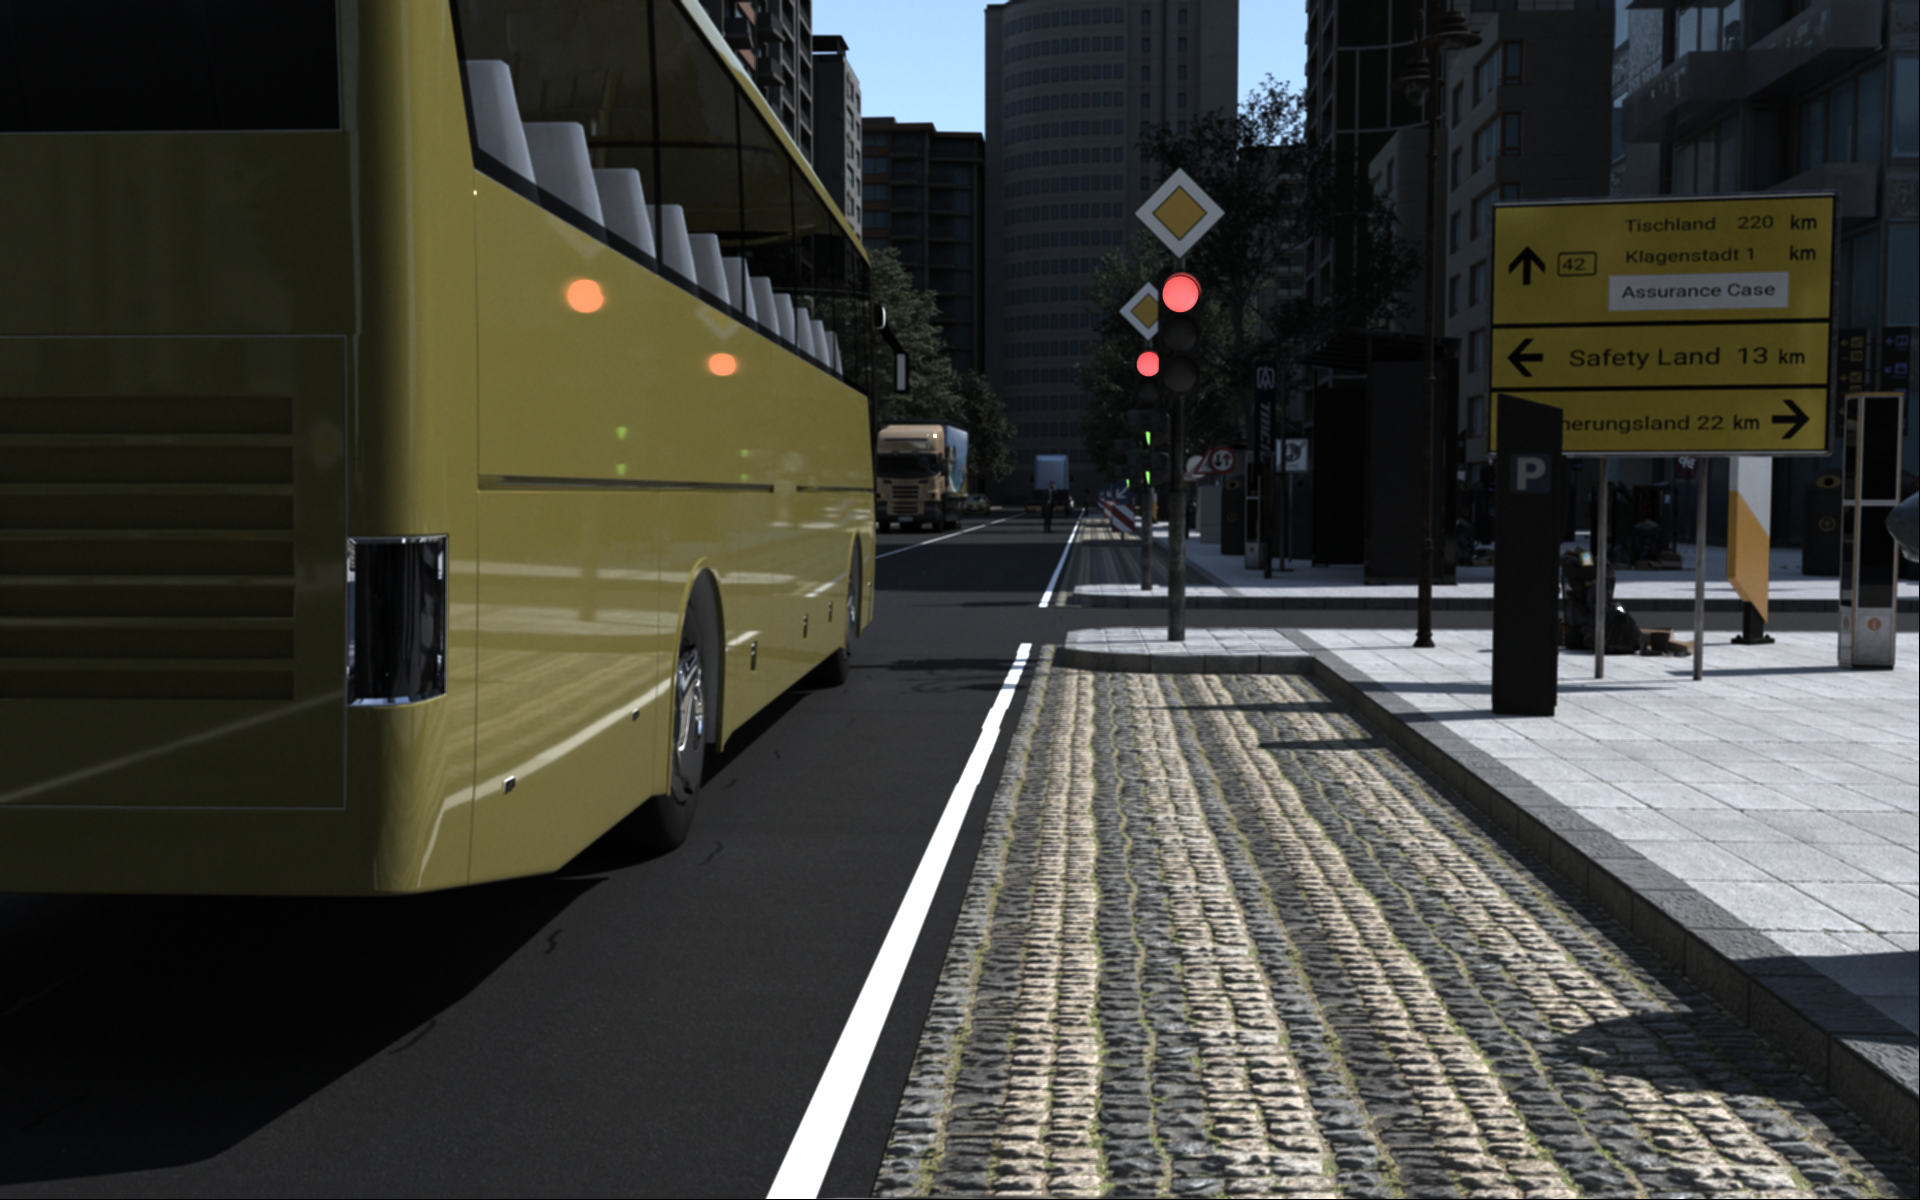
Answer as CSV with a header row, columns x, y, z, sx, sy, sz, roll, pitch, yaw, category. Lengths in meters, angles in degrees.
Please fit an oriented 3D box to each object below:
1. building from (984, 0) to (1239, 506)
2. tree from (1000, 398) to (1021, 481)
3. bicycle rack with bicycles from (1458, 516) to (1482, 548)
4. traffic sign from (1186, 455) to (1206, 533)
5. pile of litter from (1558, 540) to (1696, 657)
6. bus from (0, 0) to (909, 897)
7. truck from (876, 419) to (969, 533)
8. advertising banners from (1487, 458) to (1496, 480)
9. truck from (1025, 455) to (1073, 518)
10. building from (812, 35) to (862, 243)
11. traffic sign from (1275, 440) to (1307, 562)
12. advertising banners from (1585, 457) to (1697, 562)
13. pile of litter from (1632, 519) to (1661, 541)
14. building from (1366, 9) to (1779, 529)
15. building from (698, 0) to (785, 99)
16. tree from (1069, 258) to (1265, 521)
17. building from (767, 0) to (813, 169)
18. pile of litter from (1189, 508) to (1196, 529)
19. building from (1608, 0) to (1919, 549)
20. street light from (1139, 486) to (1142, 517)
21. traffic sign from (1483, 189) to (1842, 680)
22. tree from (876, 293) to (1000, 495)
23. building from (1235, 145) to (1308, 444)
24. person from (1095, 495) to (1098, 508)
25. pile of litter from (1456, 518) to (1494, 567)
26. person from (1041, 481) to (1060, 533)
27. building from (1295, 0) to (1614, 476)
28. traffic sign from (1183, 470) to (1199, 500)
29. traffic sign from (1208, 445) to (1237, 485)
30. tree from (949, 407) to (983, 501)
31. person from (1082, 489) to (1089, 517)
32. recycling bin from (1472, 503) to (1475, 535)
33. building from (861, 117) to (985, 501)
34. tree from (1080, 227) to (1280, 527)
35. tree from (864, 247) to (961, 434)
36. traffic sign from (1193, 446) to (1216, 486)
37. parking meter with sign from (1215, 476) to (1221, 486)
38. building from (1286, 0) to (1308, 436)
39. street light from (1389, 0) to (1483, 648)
x,y,z,sx,sy,sz,roll,pitch,yaw,category
17.132,-40.324,201.297,28.212,58.520,21.231,0,4,4,building
0.895,-14.693,157.240,9.611,12.733,9.660,0,3,0,tree
10.769,-1.673,40.732,2.925,0.926,2.852,0,4,6,bicycle rack with bicycles
7.803,-3.479,56.988,0.768,2.556,0.104,1,4,13,traffic sign
5.403,-0.029,14.432,1.176,0.858,1.719,0,4,-4,pile of litter
-2.164,-1.117,9.810,2.896,3.916,12.252,0,4,2,bus
-1.447,-4.784,67.127,2.839,4.237,11.283,0,4,6,truck
18.287,-3.960,60.939,0.090,3.025,2.074,-1,4,-11,advertising banners
5.812,-7.523,112.758,2.967,4.110,18.799,0,4,4,truck
-16.315,-29.011,157.928,14.086,41.232,14.154,0,4,4,building
6.196,-1.855,32.455,0.606,2.300,0.079,1,4,11,traffic sign
12.434,-2.155,31.428,2.074,3.025,0.090,0,4,4,advertising banners
11.721,-0.939,29.322,1.719,0.858,1.176,1,4,21,pile of litter
34.108,-14.108,75.705,27.650,21.520,28.899,0,4,4,building
-23.766,-28.151,114.896,22.147,44.769,28.867,0,4,4,building
9.843,-10.163,83.177,9.611,12.733,9.660,0,3,0,tree
-20.469,-42.835,138.605,20.563,71.187,20.611,0,4,4,building
8.850,-3.092,64.527,1.176,0.858,1.719,0,4,-2,pile of litter
32.640,-25.925,43.489,30.456,49.044,23.786,0,4,4,building
10.165,-7.609,97.197,0.468,5.910,1.993,0,4,4,street light
4.767,-1.102,11.891,2.265,3.308,0.079,1,4,11,traffic sign
-3.685,-11.037,97.461,9.611,12.733,9.660,0,3,0,tree
38.329,-31.398,196.944,14.086,41.232,14.154,0,4,4,building
13.282,-9.580,165.851,1.217,1.743,0.721,1,4,22,person
9.334,-1.055,31.222,1.719,0.858,1.176,-3,5,-44,pile of litter
3.341,-3.422,63.816,0.648,1.900,0.474,-3,4,-36,person
33.188,-41.619,118.726,20.563,71.187,20.611,0,4,4,building
10.193,-4.723,77.219,0.884,2.594,0.081,0,4,7,traffic sign
6.894,-2.778,45.532,0.768,2.556,0.104,1,4,12,traffic sign
-0.295,-11.987,146.351,4.737,8.622,4.395,0,3,0,tree
7.919,-6.139,109.586,0.721,1.735,1.217,-1,4,-11,person
14.118,-2.243,49.223,0.722,1.027,0.722,-1,4,-17,recycling bin
-11.298,-33.616,204.244,28.867,44.769,22.147,0,4,4,building
8.381,-8.607,66.481,9.928,11.665,9.643,0,3,0,tree
-3.857,-9.863,79.392,7.486,12.596,7.792,0,3,0,tree
6.742,-2.860,46.773,0.884,2.594,0.081,0,4,7,traffic sign
11.471,-4.833,75.282,1.738,3.016,0.543,-1,4,-15,parking meter with sign
37.358,-50.832,143.776,22.319,86.520,31.000,0,4,4,building
3.897,-2.543,14.363,0.468,5.910,1.993,0,4,4,street light
